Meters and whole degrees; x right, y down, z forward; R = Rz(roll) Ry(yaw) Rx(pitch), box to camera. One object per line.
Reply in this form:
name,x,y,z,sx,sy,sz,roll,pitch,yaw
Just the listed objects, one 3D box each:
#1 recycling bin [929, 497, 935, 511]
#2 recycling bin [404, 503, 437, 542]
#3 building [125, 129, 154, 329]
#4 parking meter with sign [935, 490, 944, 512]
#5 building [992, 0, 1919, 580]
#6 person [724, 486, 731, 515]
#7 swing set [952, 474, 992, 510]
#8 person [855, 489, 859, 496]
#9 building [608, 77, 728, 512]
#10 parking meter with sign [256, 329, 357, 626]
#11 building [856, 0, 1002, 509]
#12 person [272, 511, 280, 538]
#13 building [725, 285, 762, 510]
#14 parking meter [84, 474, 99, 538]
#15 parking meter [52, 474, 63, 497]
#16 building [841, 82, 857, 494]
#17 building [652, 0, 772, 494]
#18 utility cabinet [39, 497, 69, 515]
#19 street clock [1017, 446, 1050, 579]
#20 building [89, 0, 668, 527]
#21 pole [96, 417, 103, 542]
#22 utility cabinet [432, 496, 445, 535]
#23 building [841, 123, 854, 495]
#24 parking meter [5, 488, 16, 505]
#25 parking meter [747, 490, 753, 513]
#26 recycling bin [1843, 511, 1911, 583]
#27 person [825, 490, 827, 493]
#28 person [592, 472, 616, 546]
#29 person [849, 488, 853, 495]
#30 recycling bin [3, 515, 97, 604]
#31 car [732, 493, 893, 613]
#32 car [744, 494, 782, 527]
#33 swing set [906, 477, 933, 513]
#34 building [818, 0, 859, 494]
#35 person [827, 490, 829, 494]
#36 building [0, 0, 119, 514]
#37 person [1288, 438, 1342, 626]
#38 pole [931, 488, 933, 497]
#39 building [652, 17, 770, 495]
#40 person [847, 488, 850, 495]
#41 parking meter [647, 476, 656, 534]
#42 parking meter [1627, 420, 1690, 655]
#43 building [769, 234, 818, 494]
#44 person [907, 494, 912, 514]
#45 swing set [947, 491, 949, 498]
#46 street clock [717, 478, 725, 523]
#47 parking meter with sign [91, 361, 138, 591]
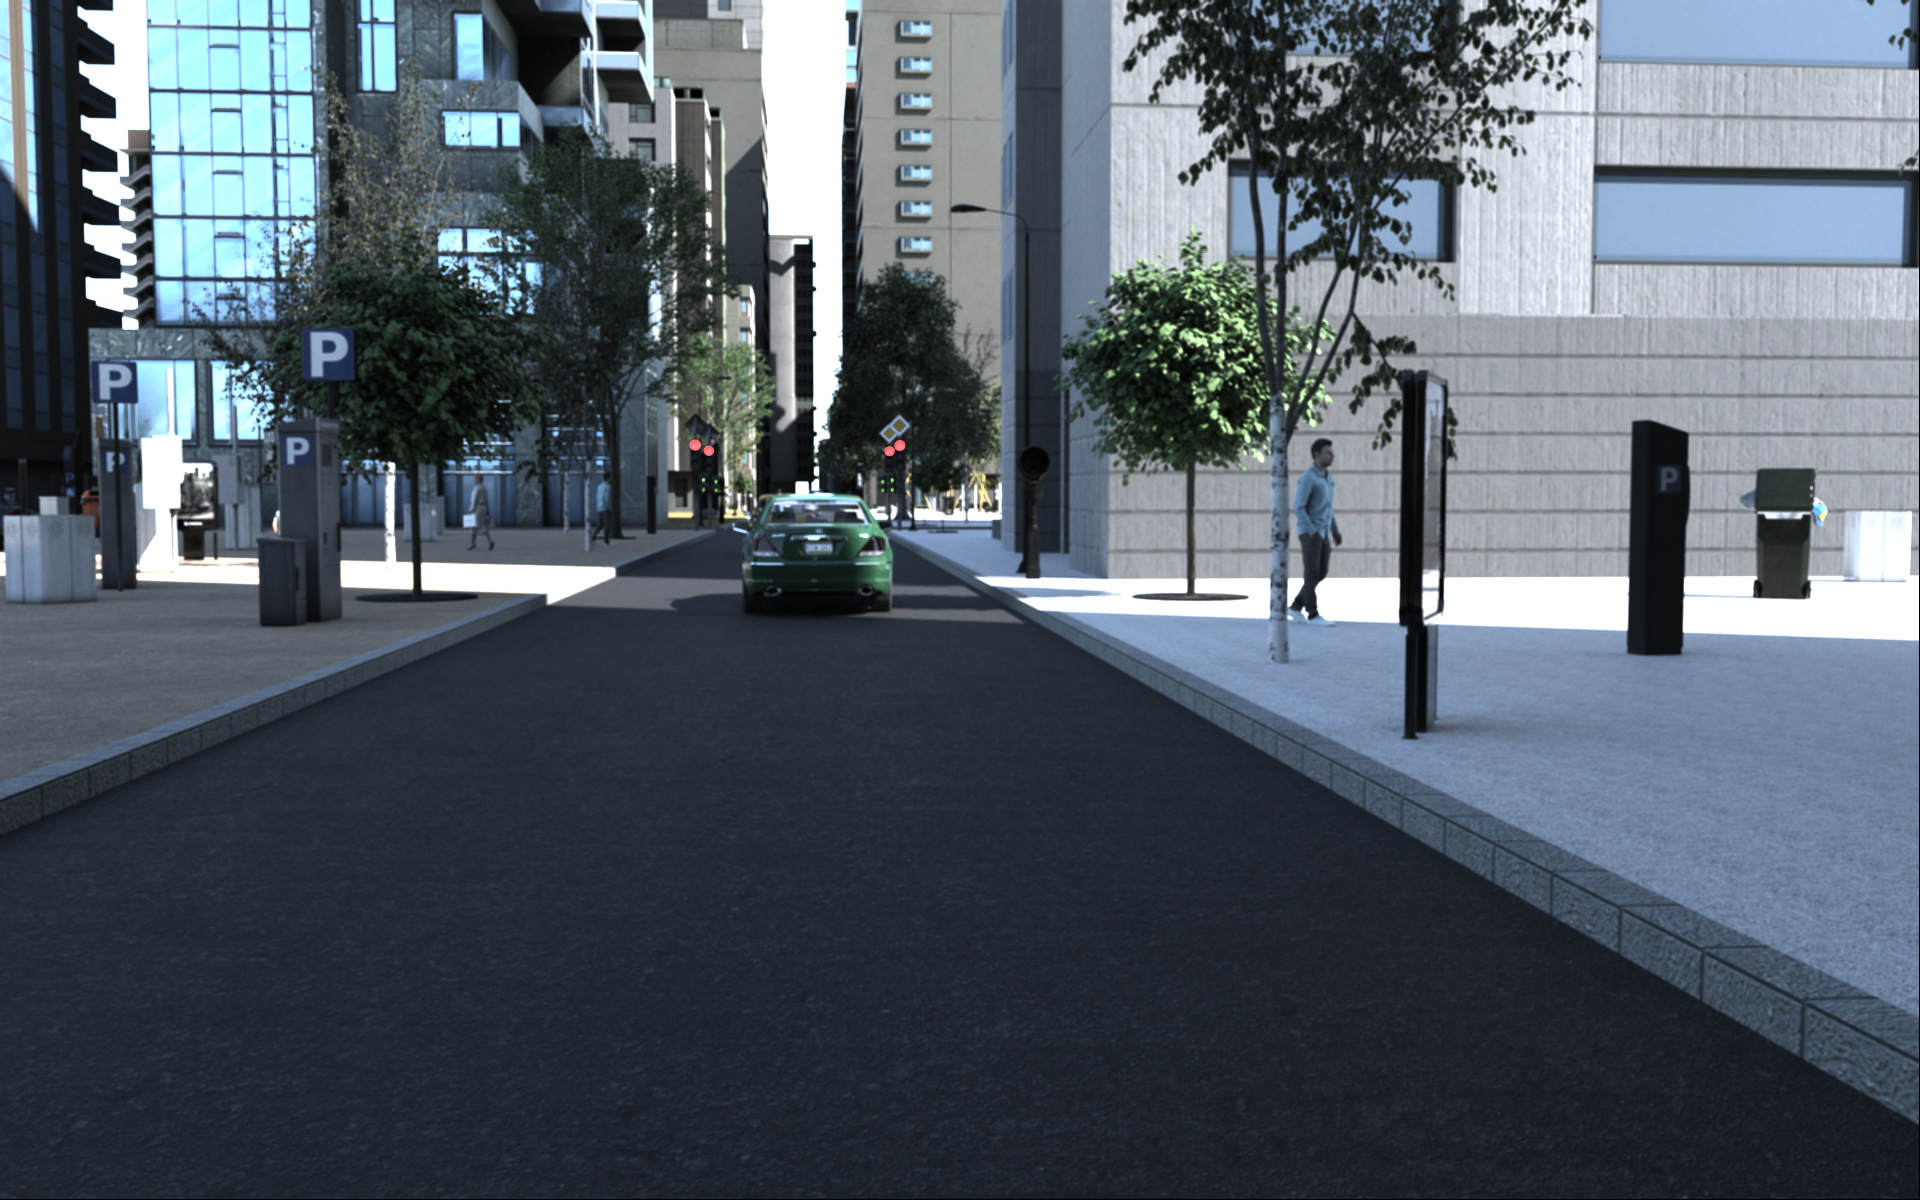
recycling bin,-1.854,-7.184,130.014,0.722,1.027,0.722,-3,4,-39
recycling bin,-14.478,-2.075,46.478,0.722,1.027,0.722,0,4,-5
building,-89.263,-33.967,205.474,14.200,45.320,14.600,0,4,-5
parking meter with sign,-1.493,-7.692,122.026,0.543,3.016,1.738,-1,4,-16
building,11.479,-30.392,38.902,21.231,58.520,28.212,0,4,-5
person,-14.255,-6.126,106.390,0.466,1.800,0.511,-1,4,-21
swing set,1.054,-8.481,136.279,2.862,2.851,3.119,0,4,8
person,-9.129,-8.893,152.158,0.721,1.735,1.217,1,4,12
building,-24.061,-21.506,123.320,14.160,30.474,14.107,0,4,-5
parking meter with sign,-6.616,-1.301,17.527,0.543,3.016,1.738,0,4,-2
building,1.474,-32.696,158.275,21.300,48.544,21.600,0,4,-5
person,-10.318,-0.966,26.522,0.332,1.250,0.352,1,4,22
building,-32.256,-19.051,156.525,27.650,21.520,28.899,0,4,-5
parking meter,-25.250,-2.736,50.452,0.255,1.863,0.399,2,4,34
parking meter,-26.506,-2.764,50.907,0.255,1.863,0.399,-1,4,-21
building,-1.328,-32.365,183.798,22.147,44.769,28.867,0,4,-5
building,-33.305,-46.999,206.685,20.611,71.187,20.563,0,4,-5
utility cabinet,-22.353,-1.934,42.782,1.020,1.237,0.306,3,5,39
street clock,1.104,-1.318,26.113,0.471,2.002,0.358,0,4,-8
building,-24.757,-46.919,79.798,22.319,86.520,31.000,0,4,-5
pole,-22.761,-3.184,45.893,0.158,3.312,0.155,0,3,0
utility cabinet,-16.328,-2.633,54.218,0.306,1.237,1.020,-1,4,-13
building,-3.434,-35.785,208.782,21.300,48.544,21.600,0,4,-5
parking meter,-37.610,-3.682,68.610,0.372,1.533,0.369,0,3,0
parking meter,-13.492,-6.290,111.254,0.372,1.533,0.369,0,3,0
recycling bin,13.380,-0.779,25.286,0.722,1.027,0.722,1,4,14
person,-13.971,-10.535,180.680,1.348,1.831,0.705,1,4,19
person,-8.821,-2.239,42.673,0.620,1.820,0.660,-3,5,-42
person,-10.050,-9.360,158.939,0.709,1.838,0.599,-1,4,-17
recycling bin,-10.788,-0.489,20.548,0.722,1.027,0.722,2,4,26
car,-1.887,-0.651,22.436,2.131,1.459,4.920,0,4,-6
car,-4.263,-1.948,42.076,2.015,1.641,3.980,0,4,-4
swing set,-3.691,-7.194,115.244,2.862,2.851,3.119,-2,4,-23
building,-4.065,-56.552,237.296,31.000,86.520,22.319,0,4,-5
person,-13.164,-10.004,172.053,0.705,1.826,1.348,-3,5,-40
building,-46.192,-25.921,73.920,14.200,45.320,14.600,0,4,-5
person,3.455,-0.670,17.022,0.620,1.820,0.660,2,4,33
pole,-2.107,-8.422,131.544,0.158,3.312,0.155,0,3,0
building,-30.974,-34.092,181.104,21.300,48.544,21.600,0,4,-5
person,-10.071,-9.235,157.021,0.705,1.826,1.348,-1,4,-21
parking meter,-9.960,-3.071,55.930,0.255,1.863,0.399,0,4,-2
parking meter,5.592,-0.499,13.863,0.399,1.863,0.255,-1,4,-14
building,-31.949,-33.631,241.748,23.993,40.220,32.217,0,4,-5
person,-3.093,-6.067,109.518,0.475,1.303,0.640,-1,4,-9
swing set,0.460,-8.795,141.422,3.119,2.851,2.862,1,4,12
street clock,-10.521,-4.395,76.429,0.358,2.002,0.471,1,4,9
parking meter with sign,-11.449,-1.669,23.545,0.543,3.016,1.738,-2,4,-26
